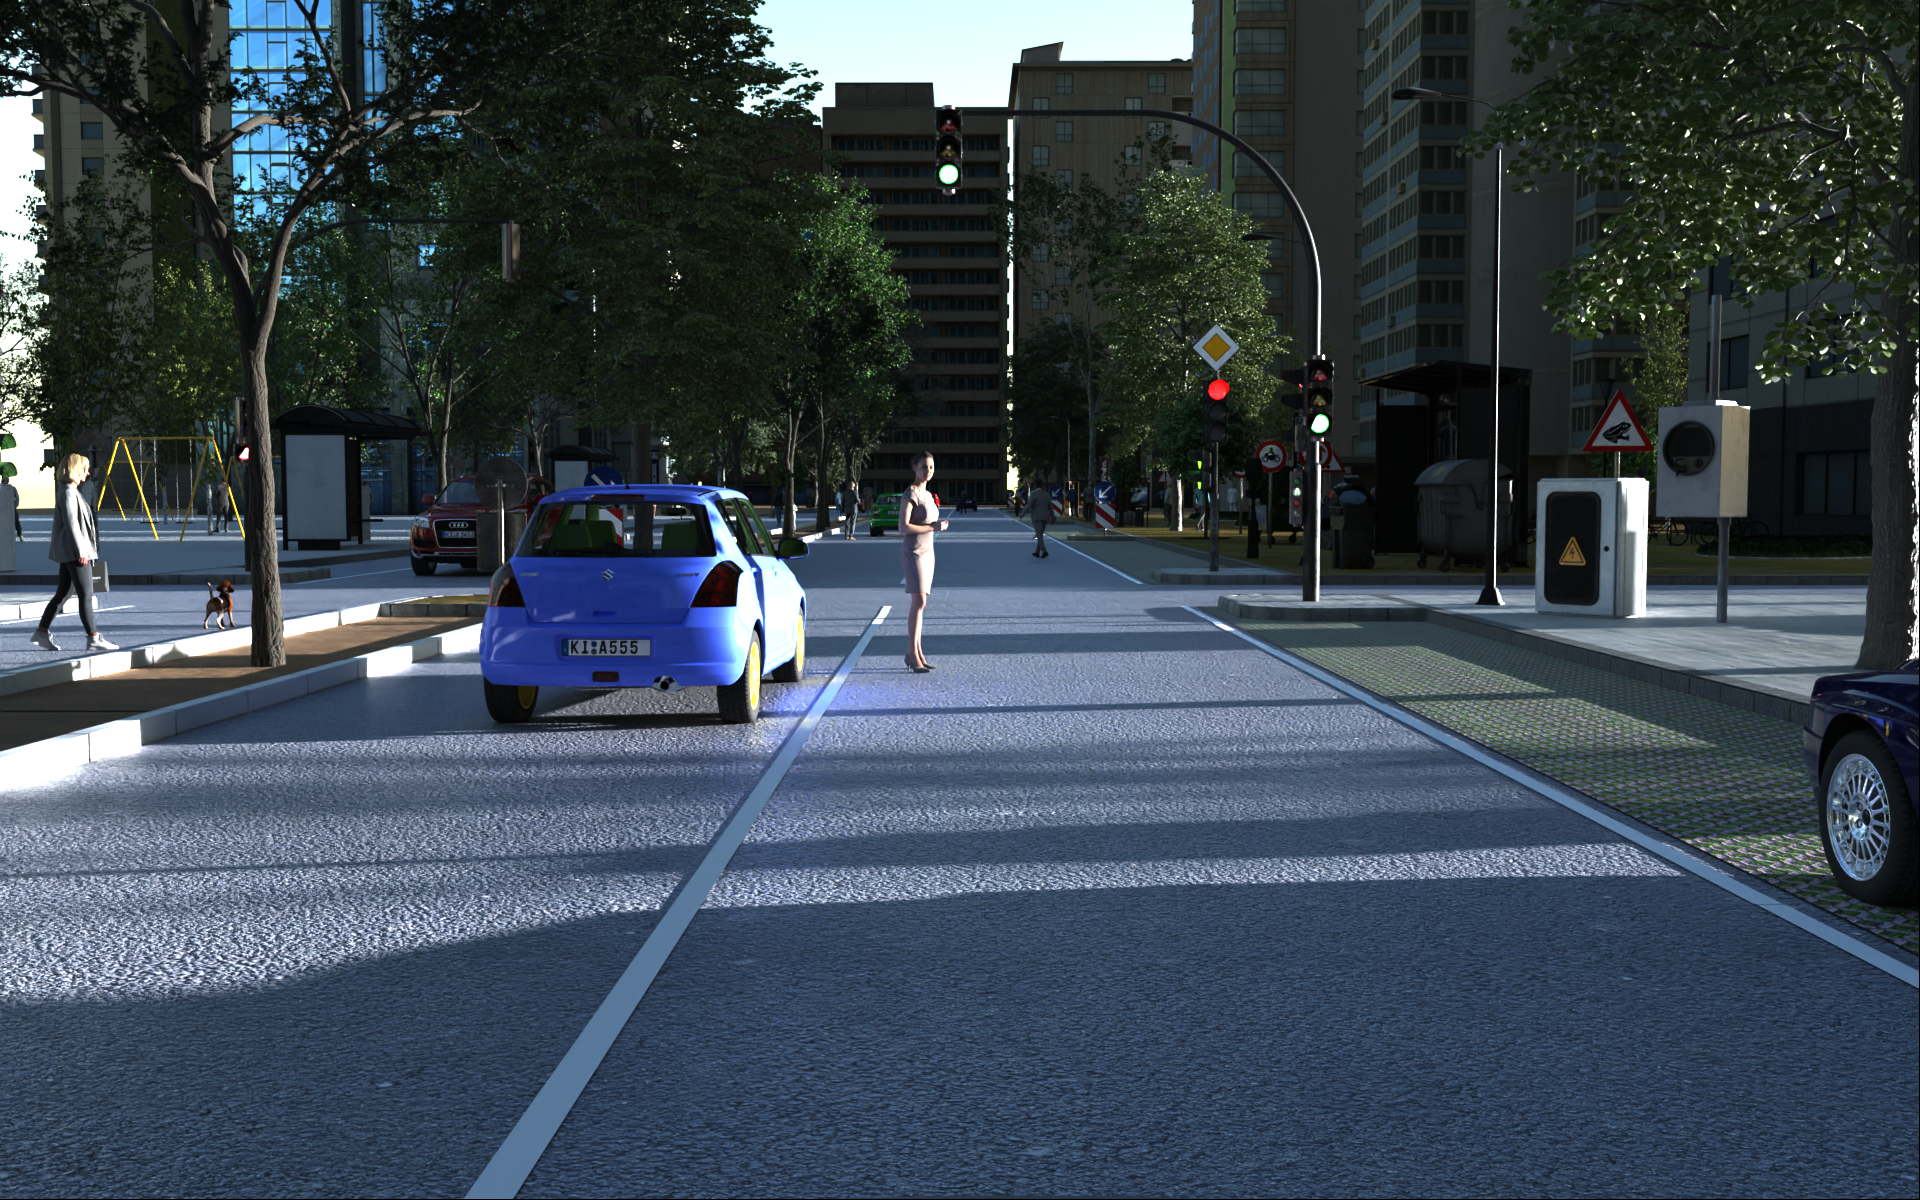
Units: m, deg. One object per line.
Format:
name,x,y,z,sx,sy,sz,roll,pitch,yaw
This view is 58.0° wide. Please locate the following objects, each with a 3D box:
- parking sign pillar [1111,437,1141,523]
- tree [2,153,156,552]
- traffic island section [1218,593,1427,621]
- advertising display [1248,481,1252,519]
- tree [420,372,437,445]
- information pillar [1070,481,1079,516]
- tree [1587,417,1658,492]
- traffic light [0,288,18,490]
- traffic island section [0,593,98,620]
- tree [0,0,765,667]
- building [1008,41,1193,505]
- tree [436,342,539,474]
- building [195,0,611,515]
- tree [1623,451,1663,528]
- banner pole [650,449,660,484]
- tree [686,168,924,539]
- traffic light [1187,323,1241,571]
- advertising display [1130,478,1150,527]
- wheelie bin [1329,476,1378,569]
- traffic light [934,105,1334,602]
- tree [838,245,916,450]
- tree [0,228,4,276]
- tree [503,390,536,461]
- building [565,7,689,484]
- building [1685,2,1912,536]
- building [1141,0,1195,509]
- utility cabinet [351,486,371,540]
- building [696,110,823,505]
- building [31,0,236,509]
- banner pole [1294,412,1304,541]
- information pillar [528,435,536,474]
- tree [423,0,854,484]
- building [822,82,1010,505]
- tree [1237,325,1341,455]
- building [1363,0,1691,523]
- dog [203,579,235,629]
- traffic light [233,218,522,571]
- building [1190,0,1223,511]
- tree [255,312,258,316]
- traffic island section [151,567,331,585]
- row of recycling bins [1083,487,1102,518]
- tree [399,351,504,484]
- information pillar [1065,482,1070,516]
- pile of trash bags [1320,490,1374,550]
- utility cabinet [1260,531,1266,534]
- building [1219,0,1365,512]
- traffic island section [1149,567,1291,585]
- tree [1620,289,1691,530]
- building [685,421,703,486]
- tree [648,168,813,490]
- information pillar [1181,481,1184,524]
parking sign pillar,7.432,-5.447,77.531,1.447,3.967,1.447,-1,4,-23
tree,-19.103,-5.379,38.310,4.737,8.622,4.395,0,3,0
traffic island section,4.221,0.092,20.784,2.009,0.180,2.903,0,4,0
advertising display,7.900,-2.534,46.643,0.123,1.923,0.974,0,4,1
tree,-22.766,-7.978,80.807,4.360,8.622,3.978,0,3,0
information pillar,6.654,-5.821,99.657,0.304,2.012,0.304,0,4,-7
tree,27.354,-5.300,70.365,4.285,4.588,4.351,0,3,0
traffic light,-11.780,-1.943,20.690,0.839,4.253,0.868,0,4,0
traffic island section,-11.820,0.089,20.825,2.009,0.180,2.903,0,4,0
tree,-5.717,-4.742,14.407,8.767,10.594,7.601,0,4,0
building,19.730,-38.037,211.150,27.495,52.752,28.713,0,4,0
tree,-19.963,-7.576,74.227,4.360,8.622,3.978,0,3,0
building,-36.465,-49.228,117.548,22.319,86.520,31.000,0,4,0
tree,25.873,-4.330,65.397,1.663,3.219,1.824,0,3,0
banner pole,-15.186,-5.819,85.158,0.863,3.779,0.401,-1,4,-10
tree,-5.343,-7.727,54.542,9.928,11.665,9.643,0,3,0
traffic light,4.199,-2.430,28.655,0.839,4.253,0.868,0,4,0
advertising display,7.129,-3.885,68.736,0.123,1.923,0.974,-3,5,-42
wheelie bin,6.753,-1.339,29.802,0.693,1.594,0.980,-1,4,-12
traffic light,2.089,-2.805,20.534,4.771,5.953,1.251,0,4,0
tree,-5.739,-6.658,45.727,8.767,10.594,7.601,0,4,0
tree,-26.421,-7.018,40.505,9.928,11.665,9.643,0,3,0
tree,-25.330,-8.900,95.885,4.737,8.622,4.395,0,3,0
building,-38.986,-34.544,154.037,27.495,52.752,28.713,0,4,0
building,33.333,-36.990,43.040,20.611,71.187,20.563,0,4,0
building,28.701,-51.268,150.898,22.319,86.520,31.000,0,4,0
utility cabinet,-16.768,-2.365,47.347,1.173,1.500,0.318,-3,4,-38
building,-22.962,-33.972,205.555,14.200,45.320,14.600,0,4,0
building,-66.831,-37.655,157.654,28.212,58.520,21.231,0,4,0
banner pole,9.259,-3.468,46.723,0.863,3.779,0.401,-3,4,-37
information pillar,-17.082,-4.757,69.133,0.183,3.616,0.504,1,4,12
tree,-5.822,-6.769,31.258,7.486,12.596,7.792,0,3,0
building,-5.057,-35.725,207.800,21.600,48.544,21.300,0,4,0
tree,13.995,-7.512,73.188,4.737,8.622,4.395,0,3,0
building,33.078,-23.955,83.552,32.217,40.220,23.993,0,4,0
dog,-7.931,0.046,18.532,0.406,0.507,0.540,-3,5,-42
traffic light,-9.670,-3.305,28.706,4.771,5.953,1.251,0,4,0
building,25.172,-29.327,129.605,14.600,45.320,14.200,0,4,0
tree,-23.502,-6.307,53.481,4.737,8.622,4.395,0,3,0
traffic island section,-11.802,-0.399,28.810,2.009,0.180,2.903,0,4,0
row of recycling bins,7.248,-5.395,95.318,1.069,1.692,3.534,0,4,2
tree,-25.659,-8.327,86.512,4.737,8.622,4.395,0,3,0
information pillar,6.329,-5.934,101.515,0.304,2.012,0.304,2,4,24
pile of trash bags,9.184,-1.915,41.059,1.912,1.369,3.447,0,4,-1
utility cabinet,9.682,-2.723,55.677,0.306,1.237,1.020,0,4,-2
building,24.185,-26.383,114.960,14.154,41.232,14.086,0,4,0
traffic island section,4.239,-0.397,28.769,2.009,0.180,2.903,0,4,0
tree,25.093,-6.763,60.930,4.737,8.622,4.395,0,3,0
building,-43.017,-31.975,214.678,23.993,40.220,32.217,0,4,0
tree,-5.253,-5.223,38.210,4.737,8.622,4.395,0,3,0
information pillar,9.390,-4.268,74.278,0.304,2.012,0.304,-2,4,-34
